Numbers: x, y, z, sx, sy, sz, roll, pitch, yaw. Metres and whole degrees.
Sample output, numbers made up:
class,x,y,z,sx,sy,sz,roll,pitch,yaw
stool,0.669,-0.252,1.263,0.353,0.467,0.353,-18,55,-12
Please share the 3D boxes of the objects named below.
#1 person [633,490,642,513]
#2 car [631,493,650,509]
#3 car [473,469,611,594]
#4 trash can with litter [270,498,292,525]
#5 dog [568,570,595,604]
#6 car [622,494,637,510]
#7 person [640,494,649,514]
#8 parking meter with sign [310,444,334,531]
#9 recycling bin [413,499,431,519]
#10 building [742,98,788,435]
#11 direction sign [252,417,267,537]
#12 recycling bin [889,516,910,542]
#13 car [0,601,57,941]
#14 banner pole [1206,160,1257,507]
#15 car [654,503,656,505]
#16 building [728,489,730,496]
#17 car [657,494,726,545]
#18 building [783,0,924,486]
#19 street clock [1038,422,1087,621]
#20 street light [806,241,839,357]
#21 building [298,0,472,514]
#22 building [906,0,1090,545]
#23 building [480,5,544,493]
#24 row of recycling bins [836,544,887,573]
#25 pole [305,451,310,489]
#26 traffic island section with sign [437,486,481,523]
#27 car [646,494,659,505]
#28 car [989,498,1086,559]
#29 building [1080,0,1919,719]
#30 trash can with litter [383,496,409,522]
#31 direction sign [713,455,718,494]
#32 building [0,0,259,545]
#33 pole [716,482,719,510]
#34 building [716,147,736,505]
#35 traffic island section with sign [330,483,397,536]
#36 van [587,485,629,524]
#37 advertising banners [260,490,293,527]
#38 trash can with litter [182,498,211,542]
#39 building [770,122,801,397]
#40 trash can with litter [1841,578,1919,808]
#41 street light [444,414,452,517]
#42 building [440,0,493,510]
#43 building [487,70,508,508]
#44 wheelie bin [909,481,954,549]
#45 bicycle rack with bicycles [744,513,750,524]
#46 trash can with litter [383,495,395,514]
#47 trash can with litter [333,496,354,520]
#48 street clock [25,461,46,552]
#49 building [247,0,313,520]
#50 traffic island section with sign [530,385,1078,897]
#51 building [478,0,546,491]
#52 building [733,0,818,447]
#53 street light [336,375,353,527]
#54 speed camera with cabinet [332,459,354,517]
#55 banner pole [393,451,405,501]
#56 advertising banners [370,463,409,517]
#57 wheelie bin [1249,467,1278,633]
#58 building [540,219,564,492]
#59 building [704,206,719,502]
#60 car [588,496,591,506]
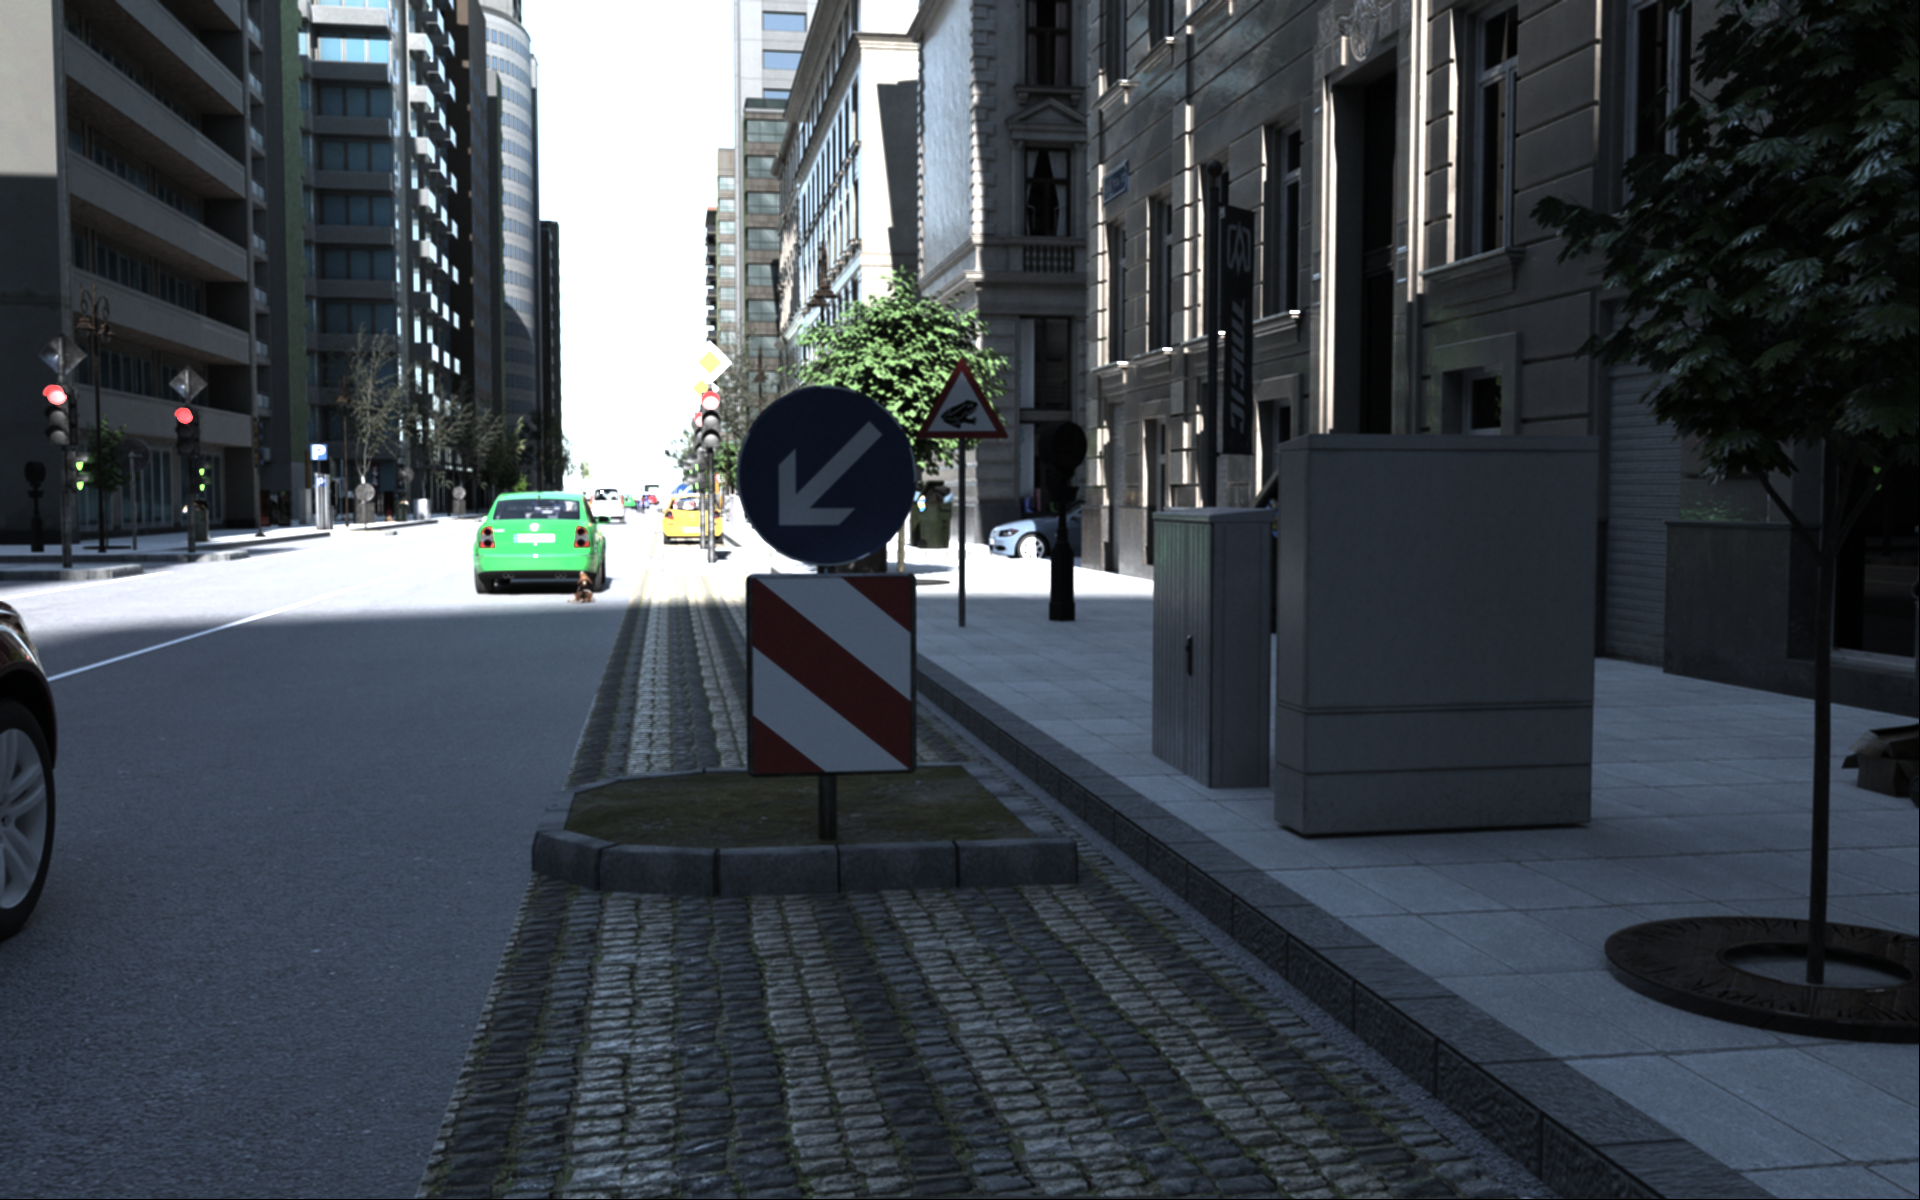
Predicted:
class,x,y,z,sx,sy,sz,roll,pitch,yaw
person,-24.566,-7.489,131.879,0.756,1.711,0.436,-1,4,-21
car,-31.141,-9.729,168.656,1.945,1.707,3.694,0,4,-8
car,-6.336,-1.076,26.394,1.959,1.807,4.718,-1,4,-10
trash can with litter,-28.477,-3.724,72.279,1.055,1.170,0.624,-2,4,-31
dog,-5.092,-0.175,23.062,0.550,0.427,0.748,2,4,27
car,-30.031,-9.042,156.638,1.959,1.807,4.718,-1,4,-10
person,-23.250,-7.066,127.291,0.557,1.426,1.065,-3,5,-44
parking meter with sign,-22.670,-4.000,61.666,0.543,3.016,1.738,-1,4,-12
recycling bin,-27.524,-4.649,88.562,0.722,1.027,0.722,0,4,-3
building,-9.366,-21.963,130.793,14.160,30.474,14.107,-1,4,-10
direction sign,-20.831,-3.636,51.452,0.379,3.537,0.876,0,4,-5
recycling bin,-1.695,-2.077,46.517,0.722,1.027,0.722,2,4,23
car,-3.820,0.298,3.808,2.281,1.827,5.304,0,4,-8
banner pole,2.051,-1.423,13.278,0.401,3.779,0.863,3,4,38
car,-41.941,-13.578,234.006,2.014,1.417,4.499,-1,4,-9
building,-13.401,-45.190,177.104,20.563,71.187,20.611,-1,4,-10
car,-7.769,-2.446,50.222,2.015,1.641,3.980,-1,4,-10
building,1.290,-14.875,76.491,16.112,22.955,30.059,-1,4,-10
street clock,1.036,-0.793,17.531,0.471,2.002,0.358,-3,4,-38
street light,-2.525,-3.612,31.840,0.468,5.910,1.993,-1,4,-10
building,-48.524,-30.857,124.122,23.786,49.044,30.456,-1,4,-10
building,8.685,-13.496,49.540,19.941,23.489,11.050,-1,4,-10
building,-62.084,-40.731,207.955,21.231,58.520,28.212,-1,4,-10
row of recycling bins,-1.795,-1.347,29.143,1.069,1.692,3.534,-1,4,-9
pole,-30.893,-5.397,82.082,0.158,3.312,0.155,0,3,0
traffic island section with sign,-25.186,-4.804,87.181,1.989,1.847,2.006,-1,4,-10
car,-40.718,-13.397,228.082,2.155,1.783,4.494,0,4,-8
car,2.842,-1.488,36.336,4.499,1.417,2.014,0,4,-8
building,9.666,-13.507,18.096,12.463,27.353,25.104,-1,4,-10
trash can with litter,-25.847,-4.156,79.331,1.055,1.170,0.624,-3,4,-36
direction sign,-13.559,-6.345,95.742,0.379,3.537,0.876,-3,4,-37
building,-34.855,-26.136,51.028,21.300,48.544,21.600,-1,4,-10
pole,-14.140,-6.544,100.845,0.158,3.312,0.155,0,3,0
building,-22.036,-32.072,207.973,14.154,41.232,14.086,-1,4,-10
traffic island section with sign,-20.571,-3.133,59.857,1.989,1.847,2.006,-1,4,-10
van,-17.027,-4.686,83.626,2.013,2.044,4.112,-1,4,-11
advertising banners,-27.399,-4.403,68.172,2.074,3.025,0.090,-2,4,-29
trash can with litter,-20.463,-2.146,46.479,0.624,1.170,1.055,-1,4,-17
building,-4.347,-18.730,103.497,12.463,27.353,25.104,-1,4,-10
trash can with litter,4.056,0.260,7.141,0.624,1.170,1.055,0,4,-7
street light,-28.970,-7.658,97.998,0.468,5.910,1.993,-1,4,-10
building,-47.750,-30.389,146.965,14.600,45.320,14.200,-1,4,-10
building,-50.187,-29.205,161.093,14.154,41.232,14.086,-1,4,-10
wheelie bin,-0.554,-1.997,40.557,0.693,1.594,0.980,3,4,36
bicycle rack with bicycles,-8.183,-3.786,75.276,2.852,0.926,2.925,-1,4,-17
trash can with litter,-36.218,-6.041,109.829,2.233,1.210,1.678,-2,4,-24
trash can with litter,-30.410,-4.520,84.954,2.233,1.210,1.678,-2,4,-27
street clock,-20.456,-2.066,38.352,0.471,2.002,0.358,2,4,34
building,-39.801,-24.362,81.919,14.154,41.232,14.086,-1,4,-10
traffic island section with sign,-0.712,0.094,7.096,1.989,1.847,2.006,-1,4,-10
building,-66.660,-48.517,231.508,20.563,71.187,20.611,-1,4,-10
building,-9.266,-37.318,152.150,21.231,58.520,28.212,-1,4,-10
street light,-23.912,-5.788,67.418,0.468,5.910,1.993,-1,4,-10
speed camera with cabinet,-35.069,-6.419,99.283,0.660,3.252,2.038,1,4,21
banner pole,-32.271,-6.699,99.541,0.863,3.779,0.401,1,4,17
advertising banners,-31.704,-6.117,96.204,2.074,3.025,0.090,0,4,-5
wheelie bin,3.041,-0.509,16.224,0.693,1.594,0.980,0,4,5
building,-65.210,-34.679,250.589,14.154,41.232,14.086,-1,4,-10
building,-26.910,-36.978,259.218,22.147,44.769,28.867,-1,4,-10
car,-35.790,-9.831,170.954,2.015,1.641,3.980,-1,4,-9
